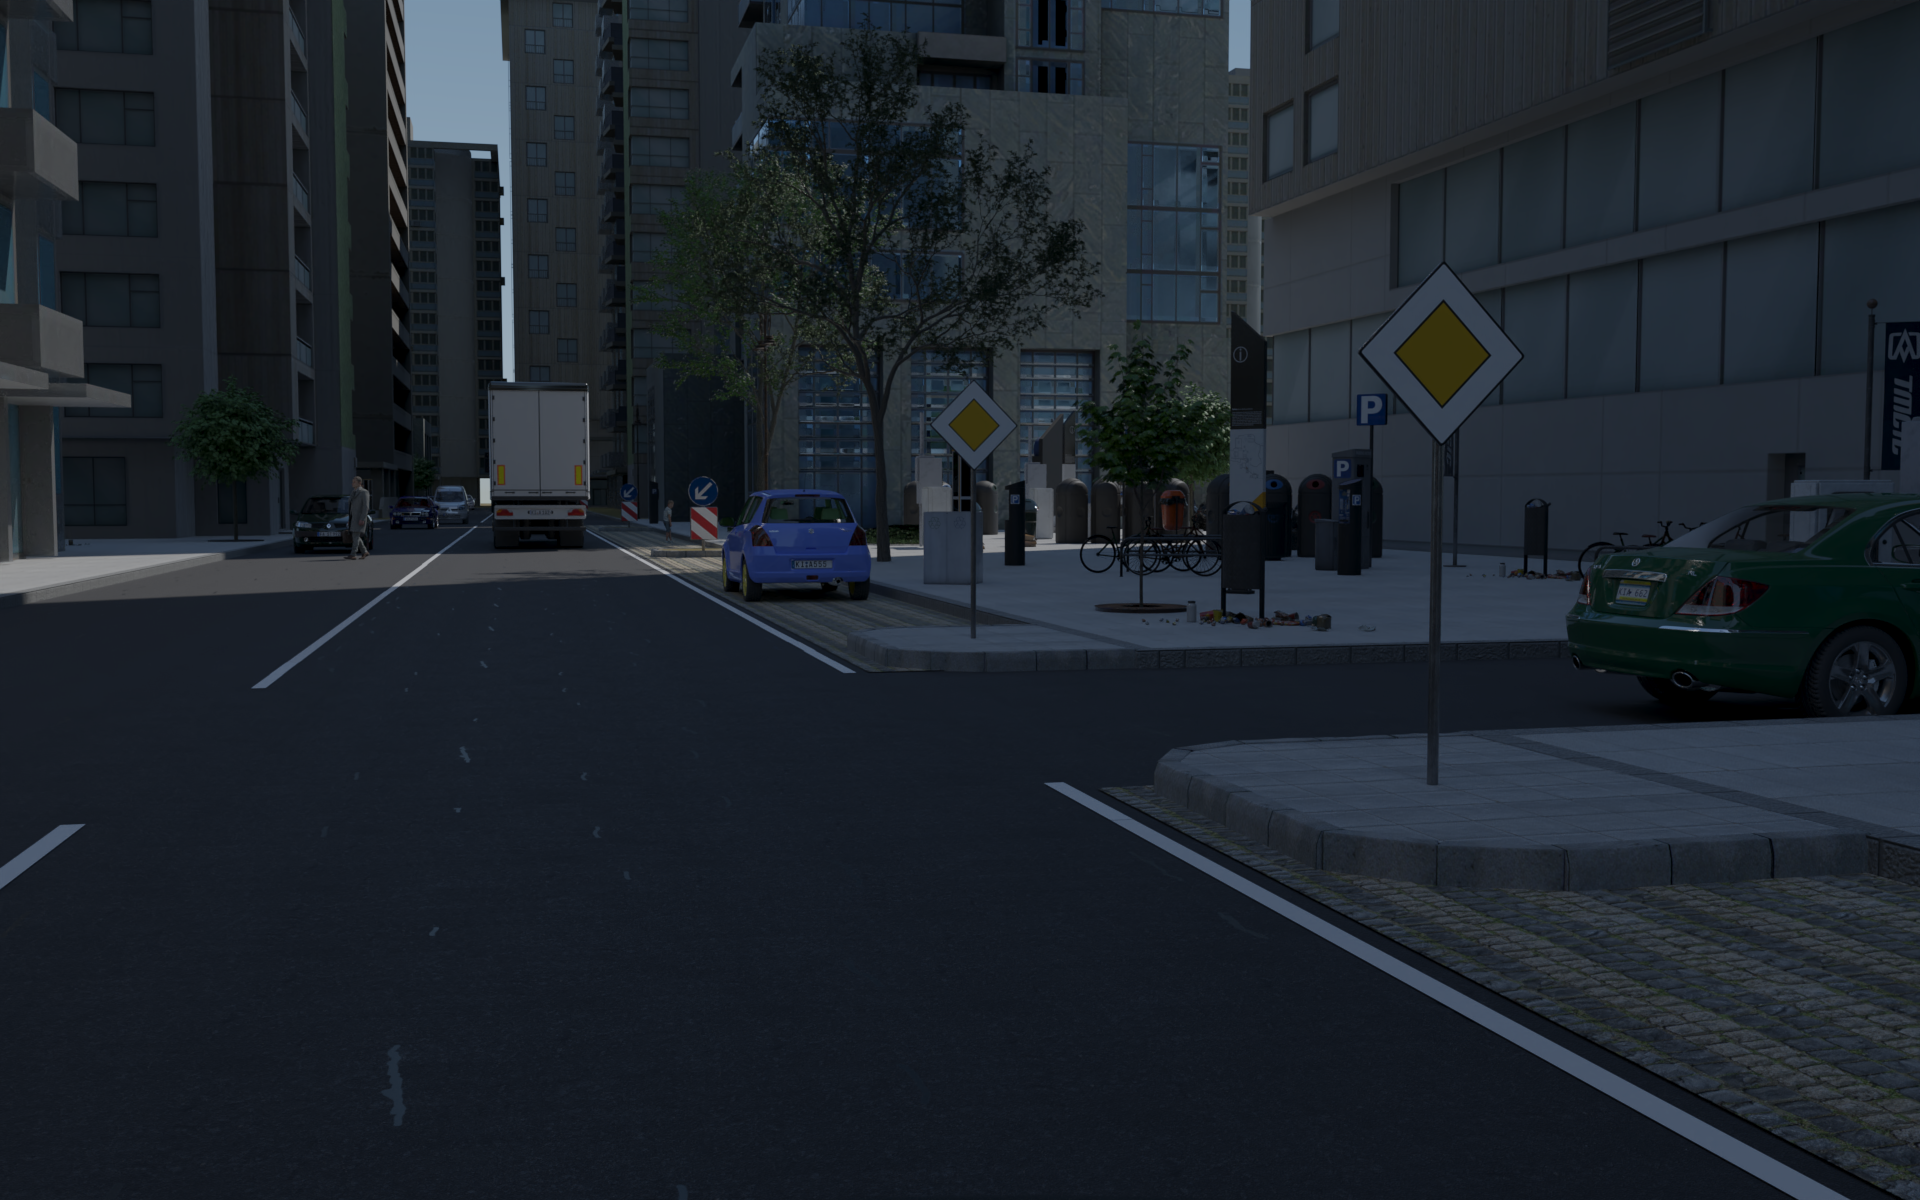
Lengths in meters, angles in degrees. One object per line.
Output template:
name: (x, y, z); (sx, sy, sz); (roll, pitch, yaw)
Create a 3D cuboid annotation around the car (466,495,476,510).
car: (-44.918, -8.834, 156.803); (2.083, 1.381, 4.827); (-1, 4, -16)

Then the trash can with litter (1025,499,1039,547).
trash can with litter: (1.711, -1.892, 42.320); (0.624, 1.170, 1.055); (0, 4, -7)

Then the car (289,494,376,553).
car: (-15.598, -2.042, 43.176); (2.009, 1.686, 4.222); (-1, 4, -16)

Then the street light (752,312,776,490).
street light: (-4.696, -4.226, 41.877); (0.468, 5.910, 1.993); (-1, 4, -14)

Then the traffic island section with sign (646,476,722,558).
traffic island section with sign: (-6.078, -1.907, 39.808); (1.989, 1.847, 2.006); (-1, 4, -14)

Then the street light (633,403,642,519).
street light: (-16.414, -7.063, 88.270); (0.468, 5.910, 1.993); (-1, 4, -14)

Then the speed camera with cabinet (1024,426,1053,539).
speed camera with cabinet: (2.289, -3.407, 50.044); (0.660, 3.252, 2.038); (0, 4, -5)

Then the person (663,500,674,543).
person: (-8.563, -2.308, 50.913); (0.352, 1.250, 0.332); (1, 4, 11)

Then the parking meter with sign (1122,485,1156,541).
parking meter with sign: (5.163, -3.094, 46.855); (1.738, 3.016, 0.543); (-1, 4, -22)

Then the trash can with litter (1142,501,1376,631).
trash can with litter: (2.982, -0.355, 16.857); (1.678, 1.210, 2.233); (-3, 5, -40)

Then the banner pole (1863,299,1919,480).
banner pole: (11.908, -1.970, 22.228); (0.863, 3.779, 0.401); (1, 4, 20)

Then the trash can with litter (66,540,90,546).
trash can with litter: (-22.682, -1.939, 42.756); (2.233, 1.210, 1.678); (-3, 4, -37)

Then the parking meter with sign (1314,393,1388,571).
parking meter with sign: (6.648, -2.036, 29.553); (0.543, 3.016, 1.738); (3, 4, 39)

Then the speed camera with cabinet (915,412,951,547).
speed camera with cabinet: (-0.630, -2.879, 41.410); (0.660, 3.252, 2.038); (-1, 4, -9)

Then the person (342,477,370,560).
person: (-13.181, -1.784, 37.778); (0.694, 1.812, 0.767); (3, 4, 39)

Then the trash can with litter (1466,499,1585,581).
trash can with litter: (8.871, -0.928, 26.235); (1.678, 1.210, 2.233); (-1, 4, -17)

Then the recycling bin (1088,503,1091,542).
recycling bin: (3.506, -2.091, 46.738); (0.722, 1.027, 0.722); (2, 4, 34)

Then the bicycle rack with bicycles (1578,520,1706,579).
bicycle rack with bicycles: (9.511, -0.576, 22.797); (2.852, 0.926, 2.925); (-3, 5, -45)

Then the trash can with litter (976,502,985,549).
trash can with litter: (0.315, -1.665, 38.612); (0.624, 1.170, 1.055); (-1, 4, -18)

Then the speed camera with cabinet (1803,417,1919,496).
speed camera with cabinet: (10.954, -1.599, 20.486); (2.038, 3.252, 0.660); (0, 4, -5)

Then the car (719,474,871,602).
car: (-2.370, -0.903, 24.352); (1.945, 1.707, 3.694); (-1, 4, -14)

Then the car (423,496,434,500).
car: (-29.931, -5.245, 98.333); (1.945, 1.354, 3.894); (-1, 4, -13)

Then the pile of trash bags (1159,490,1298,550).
pile of trash bags: (6.252, -1.847, 39.943); (3.447, 1.369, 1.912); (-1, 4, -12)

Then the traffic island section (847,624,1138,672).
traffic island section: (0.137, 0.420, 15.408); (2.009, 0.180, 2.903); (-1, 4, -14)

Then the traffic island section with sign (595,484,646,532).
traffic island section with sign: (-12.858, -3.539, 66.489); (1.989, 1.847, 2.006); (-1, 4, -14)

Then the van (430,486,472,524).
van: (-24.597, -4.682, 83.570); (2.013, 2.044, 4.112); (-1, 4, -15)

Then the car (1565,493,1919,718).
car: (6.506, 0.017, 11.528); (4.920, 1.459, 2.131); (-1, 4, -14)

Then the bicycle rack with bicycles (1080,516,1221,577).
bicycle rack with bicycles: (3.363, -0.875, 27.695); (2.925, 0.926, 2.852); (1, 4, 10)

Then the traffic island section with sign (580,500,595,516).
traffic island section with sign: (-24.954, -6.447, 114.034); (1.989, 1.847, 2.006); (-1, 4, -14)

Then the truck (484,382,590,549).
truck: (-11.989, -3.668, 48.882); (2.839, 4.237, 11.283); (-1, 4, -15)

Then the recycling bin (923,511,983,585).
recycling bin: (-0.094, -0.751, 24.841); (0.722, 1.027, 0.722); (1, 4, 14)

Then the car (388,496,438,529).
car: (-22.610, -3.619, 71.750); (1.945, 1.354, 3.894); (-1, 4, -13)

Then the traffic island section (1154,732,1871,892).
traffic island section: (2.105, 0.894, 7.668); (2.009, 0.180, 2.903); (-1, 4, -14)

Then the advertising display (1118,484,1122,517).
advertising display: (5.311, -2.964, 53.677); (0.974, 1.923, 0.123); (-1, 4, -20)

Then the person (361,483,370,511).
person: (-19.810, -2.991, 57.396); (0.794, 1.824, 0.713); (-1, 4, -13)

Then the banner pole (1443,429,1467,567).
banner pole: (8.590, -2.459, 30.225); (0.401, 3.779, 0.863); (2, 4, 35)
